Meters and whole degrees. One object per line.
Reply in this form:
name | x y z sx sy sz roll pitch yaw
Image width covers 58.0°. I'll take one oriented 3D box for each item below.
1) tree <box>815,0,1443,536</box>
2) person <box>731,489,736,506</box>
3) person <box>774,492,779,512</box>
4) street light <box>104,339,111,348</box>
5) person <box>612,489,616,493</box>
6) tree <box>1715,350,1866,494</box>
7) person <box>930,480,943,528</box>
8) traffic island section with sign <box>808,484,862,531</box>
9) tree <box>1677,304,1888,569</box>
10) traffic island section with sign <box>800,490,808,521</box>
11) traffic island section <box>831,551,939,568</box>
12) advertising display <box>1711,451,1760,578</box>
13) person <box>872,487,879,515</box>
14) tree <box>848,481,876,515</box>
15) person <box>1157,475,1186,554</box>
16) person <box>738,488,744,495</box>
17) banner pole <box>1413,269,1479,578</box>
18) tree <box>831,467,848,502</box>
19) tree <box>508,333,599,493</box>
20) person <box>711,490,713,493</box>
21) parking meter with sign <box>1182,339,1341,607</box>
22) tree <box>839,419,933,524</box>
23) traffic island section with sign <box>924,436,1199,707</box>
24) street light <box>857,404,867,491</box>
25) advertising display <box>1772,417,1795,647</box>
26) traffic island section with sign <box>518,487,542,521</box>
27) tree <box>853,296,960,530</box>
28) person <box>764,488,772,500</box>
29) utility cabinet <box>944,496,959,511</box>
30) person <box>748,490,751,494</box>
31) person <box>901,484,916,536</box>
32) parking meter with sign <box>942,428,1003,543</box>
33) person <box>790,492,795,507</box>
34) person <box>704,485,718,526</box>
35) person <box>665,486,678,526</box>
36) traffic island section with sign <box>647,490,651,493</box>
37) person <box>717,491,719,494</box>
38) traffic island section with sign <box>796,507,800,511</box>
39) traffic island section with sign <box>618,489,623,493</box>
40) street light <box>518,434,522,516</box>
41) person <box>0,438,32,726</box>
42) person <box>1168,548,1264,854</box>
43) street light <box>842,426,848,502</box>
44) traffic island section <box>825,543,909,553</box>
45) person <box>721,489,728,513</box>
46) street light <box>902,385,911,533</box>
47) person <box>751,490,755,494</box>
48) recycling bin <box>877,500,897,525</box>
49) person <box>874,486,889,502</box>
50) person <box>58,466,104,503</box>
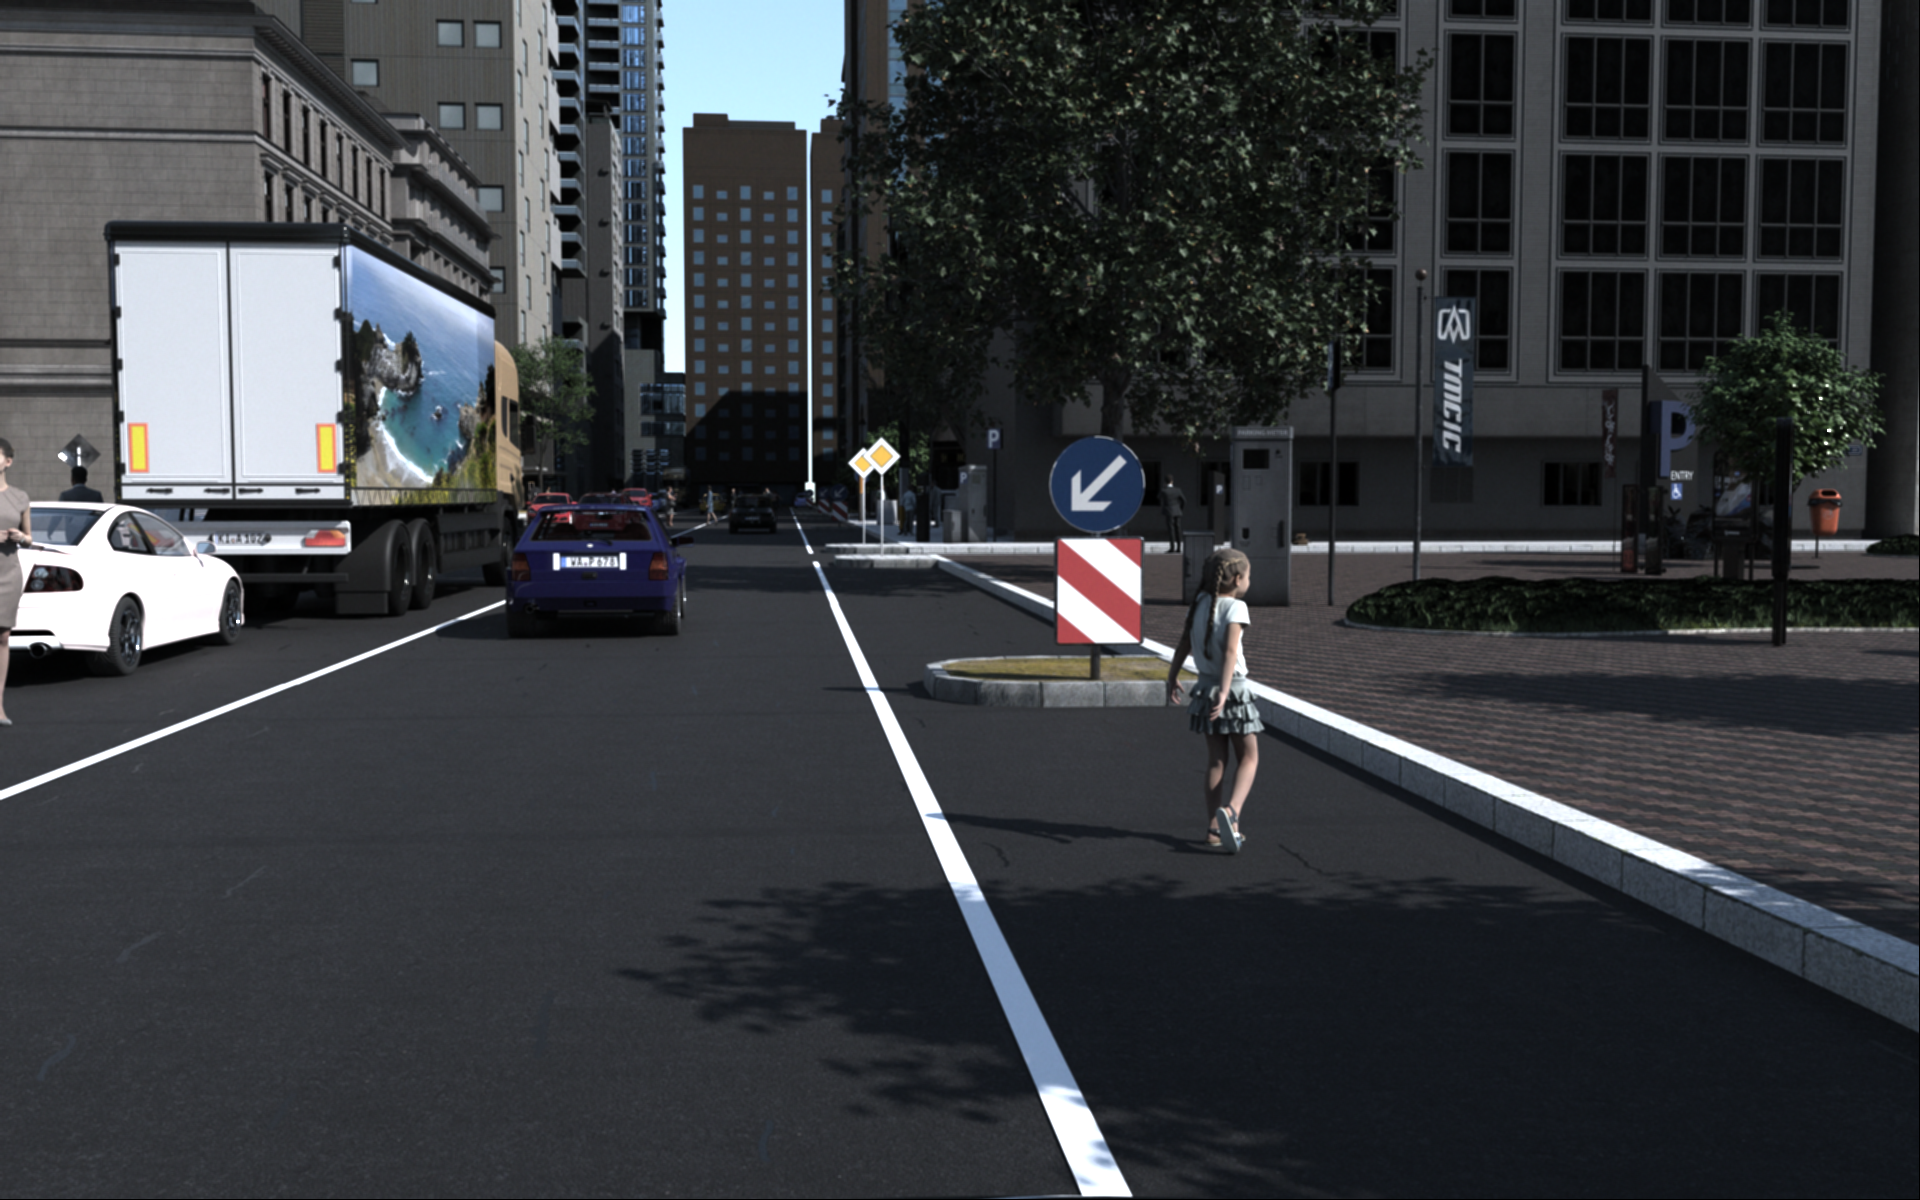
tree | 2.402 -6.709 26.699 9.611 12.733 9.660 0 3 0
person | -14.168 -6.103 108.704 0.534 1.772 0.576 -3 4 -36
person | -14.974 -8.000 140.776 0.415 1.643 0.593 3 5 42
street light | -19.941 -4.205 41.540 0.468 5.910 1.993 0 4 -6
person | -25.756 -7.361 128.722 0.709 1.838 0.599 -1 4 -12
tree | 11.034 -1.764 23.436 1.663 3.219 1.824 0 3 0
person | -0.937 -3.690 66.469 0.391 1.810 0.635 1 4 20
traffic island section with sign | -4.835 -3.611 67.669 1.989 1.847 2.006 0 4 -6
tree | 14.204 -2.847 30.257 4.285 4.588 4.351 0 3 0
traffic island section with sign | -7.563 -5.251 94.486 1.989 1.847 2.006 0 4 -6
traffic island section | -1.547 -0.793 35.250 2.009 0.180 2.903 0 4 -6
advertising display | 11.381 -1.237 25.432 0.123 1.923 0.974 -1 4 -10
person | -4.846 -5.843 101.852 0.678 1.792 0.850 0 4 -3
tree | -5.522 -6.737 104.754 1.663 3.219 1.824 0 3 0
person | 5.087 -2.076 41.798 0.648 1.900 0.474 -2 4 -25
person | -12.747 -5.625 100.655 0.419 1.800 0.721 1 4 11
banner pole | 5.352 -1.795 19.366 0.863 3.779 0.401 0 4 -5
tree | -8.300 -7.875 123.359 1.663 3.219 1.824 0 3 0
tree | -26.903 -11.343 111.214 9.928 11.665 9.643 0 3 0
person | -25.783 -10.523 180.483 0.705 1.831 1.348 0 4 -2
parking meter with sign | 3.430 -1.442 19.837 1.738 3.016 0.543 0 4 5
tree | -2.793 -5.586 75.040 4.285 4.588 4.351 0 3 0
traffic island section with sign | 0.759 -0.243 12.604 1.989 1.847 2.006 0 4 -6
street light | -4.948 -7.018 87.536 0.468 5.910 1.993 0 4 -6
advertising display | 7.075 -0.592 14.894 0.123 1.923 0.974 2 4 27
traffic island section with sign | -22.812 -5.164 93.065 1.989 1.847 2.006 0 4 -6
tree | -1.351 -6.841 62.208 4.360 8.622 3.978 0 3 0
person | -11.441 -5.769 103.000 0.473 1.802 0.592 -1 4 -15
utility cabinet | -0.095 -3.486 68.164 1.020 1.237 0.306 0 4 5
person | -22.040 -10.551 181.037 0.705 1.821 1.348 -1 4 -21
person | -1.529 -2.774 53.215 0.330 1.601 0.589 -3 5 -45
parking meter with sign | 0.315 -3.015 45.552 1.738 3.016 0.543 -3 5 -42
person | -18.107 -10.906 187.739 0.530 1.710 0.541 -2 4 -28
person | -11.241 -4.255 78.092 0.654 1.822 0.581 1 4 22
person | -12.776 -4.153 76.755 0.532 1.782 0.716 -1 4 -19
traffic island section with sign | -30.690 -9.905 170.568 1.989 1.847 2.006 0 4 -6
person | -19.847 -8.095 141.786 0.756 1.711 0.436 3 5 43
traffic island section with sign | -12.668 -8.321 144.683 1.989 1.847 2.006 0 4 -6
traffic island section with sign | -27.900 -8.225 143.103 1.989 1.847 2.006 0 4 -6
street light | -26.100 -7.900 101.946 0.468 5.910 1.993 0 4 -6
person | -5.972 -0.111 10.652 0.374 1.781 0.599 3 5 41
person | 1.003 0.395 7.058 0.382 1.210 0.505 -3 5 -40
street light | -7.819 -8.864 117.707 0.468 5.910 1.993 0 4 -6
traffic island section | -2.353 -1.279 43.195 2.009 0.180 2.903 0 4 -6
person | -17.688 -7.401 129.588 0.705 1.814 1.350 2 4 28
street light | -1.723 -5.182 57.521 0.468 5.910 1.993 0 4 -6
person | -20.098 -9.761 168.190 1.348 1.812 0.705 1 4 13
recycling bin | -3.057 -3.661 72.419 0.722 1.027 0.722 1 4 11
person | -3.590 -4.468 79.443 0.721 1.781 0.623 2 4 27
person | -11.206 -0.815 22.094 0.678 1.792 0.850 -3 5 -43
